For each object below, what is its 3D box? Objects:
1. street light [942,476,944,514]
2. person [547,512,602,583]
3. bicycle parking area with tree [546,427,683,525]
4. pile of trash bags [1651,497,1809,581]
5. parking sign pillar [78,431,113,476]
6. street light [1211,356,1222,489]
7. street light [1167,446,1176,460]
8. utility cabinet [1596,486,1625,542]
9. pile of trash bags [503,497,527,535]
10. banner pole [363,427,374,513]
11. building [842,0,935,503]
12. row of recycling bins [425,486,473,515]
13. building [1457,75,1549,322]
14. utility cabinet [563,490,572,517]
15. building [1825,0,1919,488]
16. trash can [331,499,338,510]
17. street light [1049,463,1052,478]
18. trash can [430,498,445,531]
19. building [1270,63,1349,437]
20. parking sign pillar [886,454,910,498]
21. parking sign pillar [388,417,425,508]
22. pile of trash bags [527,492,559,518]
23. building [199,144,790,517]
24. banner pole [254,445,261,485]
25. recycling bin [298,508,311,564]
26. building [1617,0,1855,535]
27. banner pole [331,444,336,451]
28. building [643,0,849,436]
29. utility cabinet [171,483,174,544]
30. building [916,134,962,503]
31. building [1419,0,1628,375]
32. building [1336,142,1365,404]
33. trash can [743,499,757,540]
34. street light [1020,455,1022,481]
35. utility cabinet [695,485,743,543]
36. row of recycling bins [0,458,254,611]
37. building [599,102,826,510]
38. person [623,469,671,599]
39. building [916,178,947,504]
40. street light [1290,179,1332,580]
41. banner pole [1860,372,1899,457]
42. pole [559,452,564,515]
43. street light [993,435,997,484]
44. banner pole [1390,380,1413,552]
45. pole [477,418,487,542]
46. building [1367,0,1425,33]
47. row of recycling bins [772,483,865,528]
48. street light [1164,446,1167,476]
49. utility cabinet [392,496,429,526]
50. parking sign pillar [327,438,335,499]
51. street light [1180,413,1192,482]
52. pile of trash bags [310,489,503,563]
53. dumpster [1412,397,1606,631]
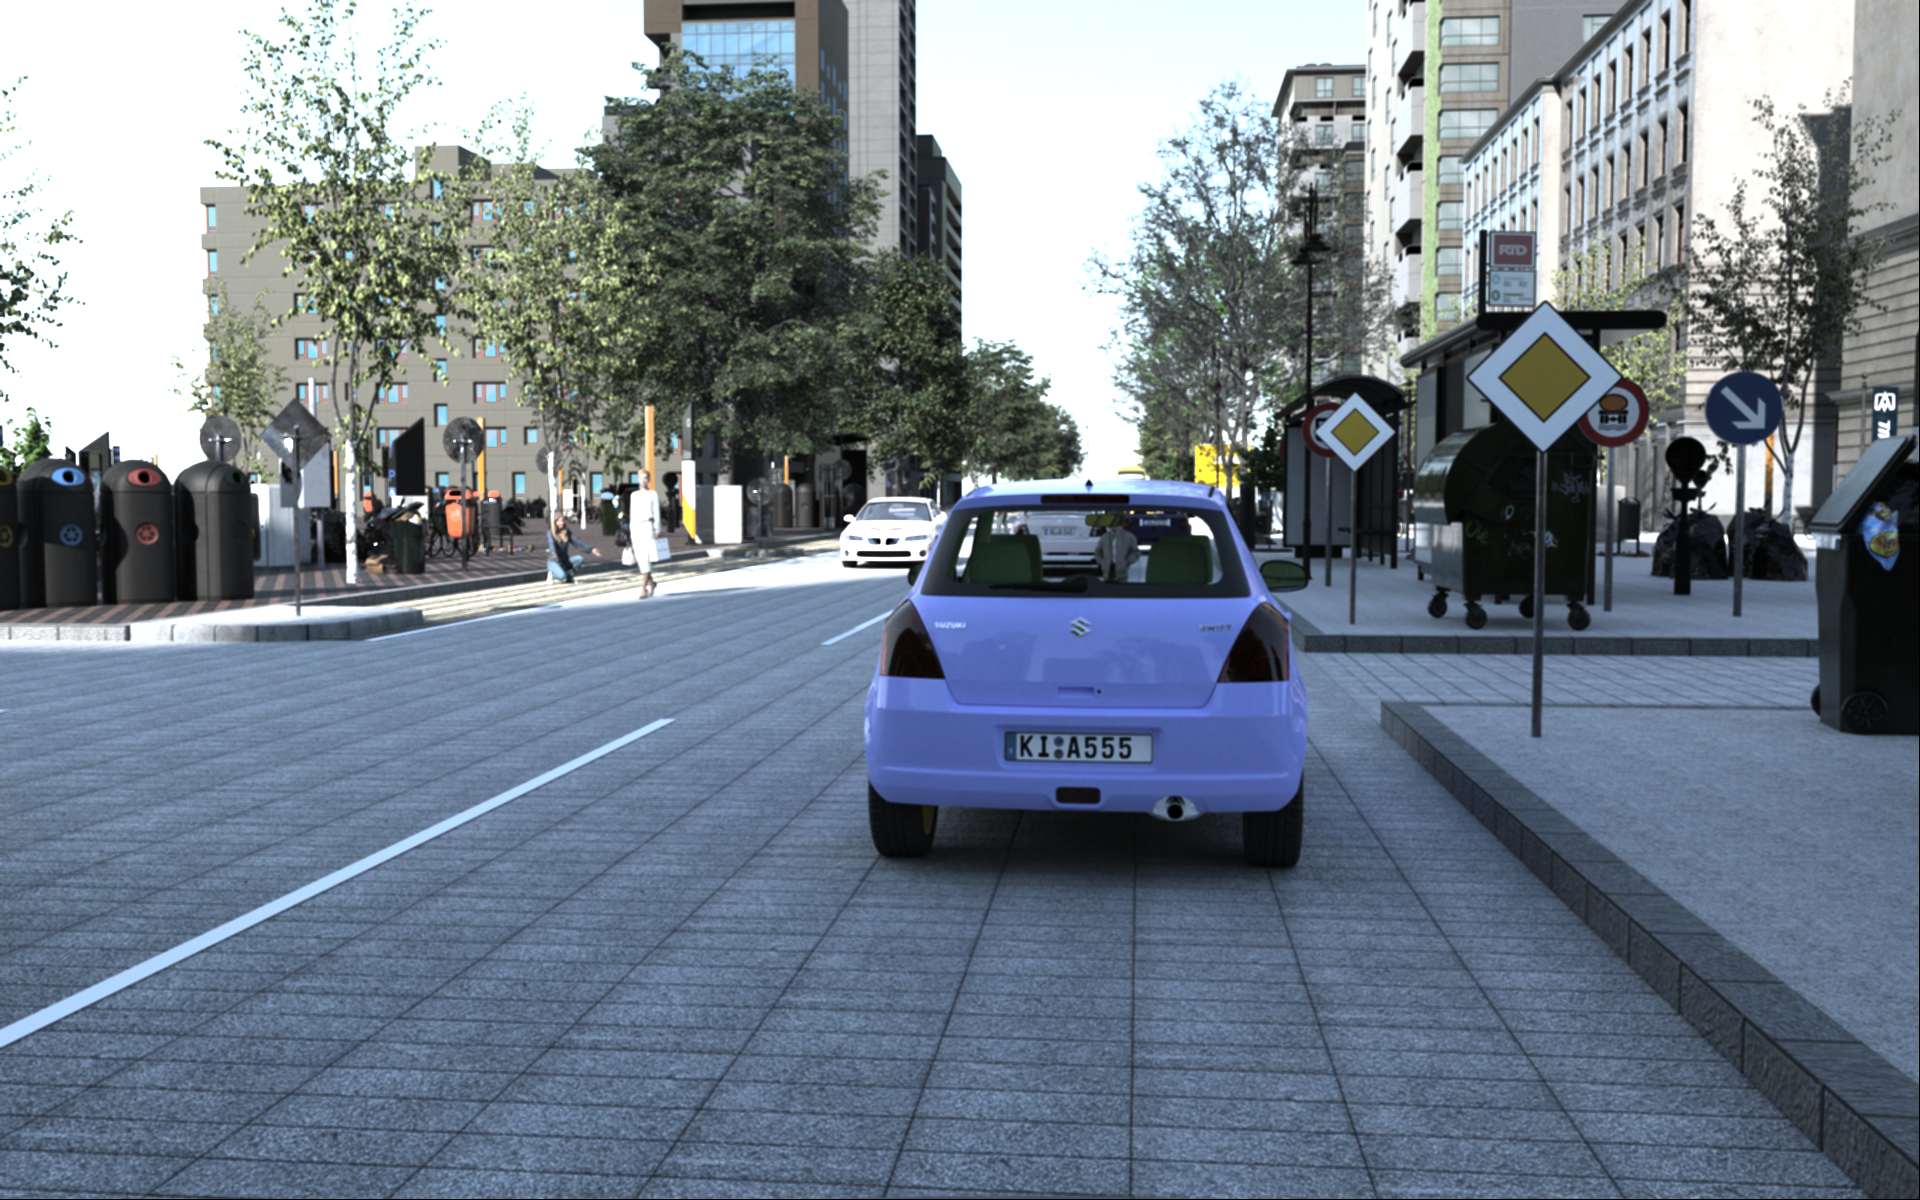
[{"bbox_3d":[-0.938,-7.456,94.691,0.468,5.910,1.993,0,4,6],"label":"street light"},{"bbox_3d":[-6.226,-0.835,27.650,1.012,1.151,0.738,-3,5,-41],"label":"person"},{"bbox_3d":[-13.390,-5.453,76.158,9.016,4.147,8.231,3,5,41],"label":"bicycle parking area with tree"},{"bbox_3d":[12.375,-1.012,26.295,3.447,1.369,1.912,1,4,19],"label":"pile of trash bags"},{"bbox_3d":[-36.778,-5.215,73.744,1.447,3.967,1.447,0,4,-2],"label":"parking sign pillar"},{"bbox_3d":[8.662,-5.221,58.156,0.468,5.910,1.993,0,4,6],"label":"street light"},{"bbox_3d":[16.581,-9.919,134.968,0.468,5.910,1.993,0,4,6],"label":"street light"},{"bbox_3d":[16.856,-2.255,45.549,1.173,1.500,0.318,0,4,-4],"label":"utility cabinet"},{"bbox_3d":[-14.862,-2.771,55.051,1.912,1.369,3.447,-1,4,-13],"label":"pile of trash bags"},{"bbox_3d":[-21.909,-4.538,64.206,0.401,3.779,0.863,0,4,7],"label":"banner pole"},{"bbox_3d":[-13.580,-46.690,201.634,20.563,71.187,20.611,0,4,6],"label":"building"},{"bbox_3d":[-25.650,-4.854,86.481,3.534,1.692,1.069,2,4,32],"label":"row of recycling bins"},{"bbox_3d":[29.746,-14.173,80.881,9.793,20.994,18.267,0,4,6],"label":"building"},{"bbox_3d":[-21.503,-5.303,95.389,1.173,1.500,0.318,3,5,41],"label":"utility cabinet"},{"bbox_3d":[37.826,-13.134,33.821,34.723,24.649,14.460,0,4,6],"label":"building"},{"bbox_3d":[-20.371,-2.696,55.741,0.748,1.137,0.748,0,3,0],"label":"trash can"},{"bbox_3d":[10.953,-14.491,209.718,0.468,5.910,1.993,0,4,6],"label":"street light"},{"bbox_3d":[-17.151,-2.797,57.388,0.748,1.137,0.748,0,3,0],"label":"trash can"},{"bbox_3d":[52.778,-37.929,209.377,28.713,52.752,27.495,0,4,6],"label":"building"},{"bbox_3d":[-3.279,-6.282,91.188,1.447,3.967,1.447,2,4,35],"label":"parking sign pillar"},{"bbox_3d":[-19.319,-4.403,60.460,1.447,3.967,1.447,2,4,31],"label":"parking sign pillar"},{"bbox_3d":[-22.649,-5.047,92.278,3.447,1.369,1.912,2,4,25],"label":"pile of trash bags"},{"bbox_3d":[-27.407,-16.234,110.462,27.650,21.520,28.899,0,4,6],"label":"building"},{"bbox_3d":[-35.838,-6.020,88.445,0.401,3.779,0.863,-3,5,-40],"label":"banner pole"},{"bbox_3d":[-12.357,-1.167,31.631,0.722,1.027,0.722,0,4,8],"label":"recycling bin"},{"bbox_3d":[28.445,-13.060,62.685,9.793,20.994,18.267,0,4,6],"label":"building"},{"bbox_3d":[-31.714,-5.952,87.330,0.863,3.779,0.401,0,4,-3],"label":"banner pole"},{"bbox_3d":[-17.324,-30.313,145.724,14.600,45.320,14.200,0,4,6],"label":"building"},{"bbox_3d":[-15.641,-1.611,35.023,0.318,1.500,1.173,1,4,16],"label":"utility cabinet"},{"bbox_3d":[-11.350,-37.536,237.408,21.300,48.544,21.600,0,4,6],"label":"building"},{"bbox_3d":[34.473,-25.630,102.642,14.154,41.232,14.086,0,4,6],"label":"building"},{"bbox_3d":[38.310,-22.790,144.310,14.160,30.474,14.107,0,4,6],"label":"building"},{"bbox_3d":[-5.979,-2.245,48.353,0.748,1.137,0.748,0,3,0],"label":"trash can"},{"bbox_3d":[5.705,-11.444,159.900,0.468,5.910,1.993,0,4,6],"label":"street light"},{"bbox_3d":[-6.187,-2.190,44.478,1.173,1.500,0.318,0,4,1],"label":"utility cabinet"},{"bbox_3d":[-10.036,-0.796,20.122,1.069,1.692,3.534,3,5,41],"label":"row of recycling bins"},{"bbox_3d":[-18.313,-22.001,131.425,14.160,30.474,14.107,0,4,6],"label":"building"},{"bbox_3d":[-4.311,-0.923,23.937,0.694,1.780,0.624,3,4,36],"label":"person"},{"bbox_3d":[-9.417,-32.779,219.525,14.154,41.232,14.086,0,4,6],"label":"building"},{"bbox_3d":[5.204,-3.245,25.847,0.468,5.910,1.993,0,4,6],"label":"street light"},{"bbox_3d":[18.819,-2.790,35.641,0.863,3.779,0.401,1,4,20],"label":"banner pole"},{"bbox_3d":[-19.136,-5.458,83.086,0.158,3.312,0.155,0,3,0],"label":"pole"},{"bbox_3d":[2.506,-9.466,127.564,0.468,5.910,1.993,0,4,6],"label":"street light"},{"bbox_3d":[9.785,-2.959,38.400,0.401,3.779,0.863,-2,4,-28],"label":"banner pole"},{"bbox_3d":[-12.798,-3.214,46.392,0.158,3.312,0.155,0,3,0],"label":"pole"},{"bbox_3d":[43.849,-32.596,122.181,28.713,52.752,27.495,0,4,6],"label":"building"},{"bbox_3d":[-5.383,-3.591,65.818,3.534,1.692,1.069,-1,4,-8],"label":"row of recycling bins"},{"bbox_3d":[19.938,-11.909,167.494,0.468,5.910,1.993,0,4,6],"label":"street light"},{"bbox_3d":[-17.707,-2.739,55.949,1.020,1.237,0.306,-1,4,-18],"label":"utility cabinet"},{"bbox_3d":[-28.528,-5.419,77.080,1.447,3.967,1.447,1,4,11],"label":"parking sign pillar"},{"bbox_3d":[12.014,-7.251,91.347,0.468,5.910,1.993,0,4,6],"label":"street light"},{"bbox_3d":[-10.779,-1.418,32.934,3.447,1.369,1.912,1,4,11],"label":"pile of trash bags"},{"bbox_3d":[5.373,-0.892,17.074,1.502,2.255,1.985,0,4,6],"label":"dumpster"}]
